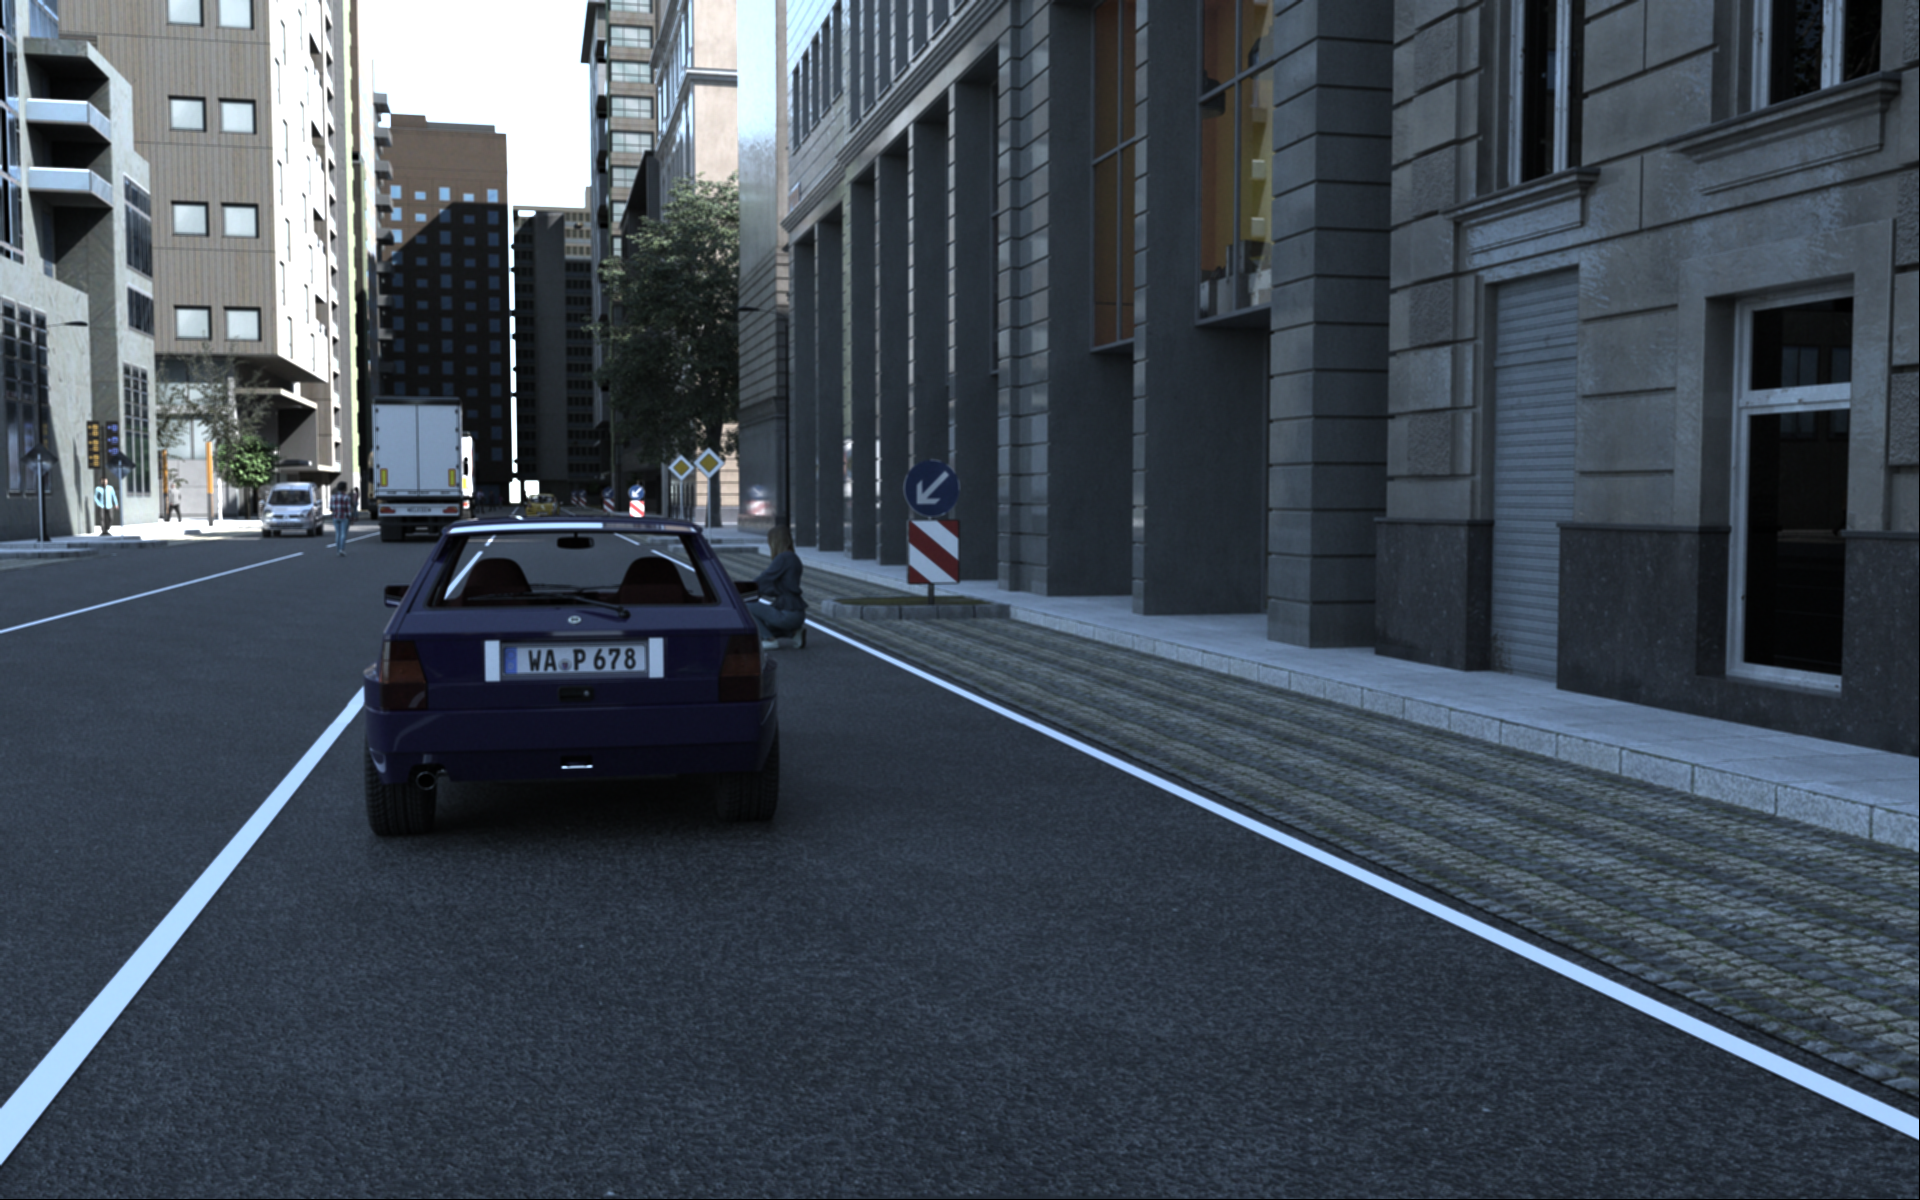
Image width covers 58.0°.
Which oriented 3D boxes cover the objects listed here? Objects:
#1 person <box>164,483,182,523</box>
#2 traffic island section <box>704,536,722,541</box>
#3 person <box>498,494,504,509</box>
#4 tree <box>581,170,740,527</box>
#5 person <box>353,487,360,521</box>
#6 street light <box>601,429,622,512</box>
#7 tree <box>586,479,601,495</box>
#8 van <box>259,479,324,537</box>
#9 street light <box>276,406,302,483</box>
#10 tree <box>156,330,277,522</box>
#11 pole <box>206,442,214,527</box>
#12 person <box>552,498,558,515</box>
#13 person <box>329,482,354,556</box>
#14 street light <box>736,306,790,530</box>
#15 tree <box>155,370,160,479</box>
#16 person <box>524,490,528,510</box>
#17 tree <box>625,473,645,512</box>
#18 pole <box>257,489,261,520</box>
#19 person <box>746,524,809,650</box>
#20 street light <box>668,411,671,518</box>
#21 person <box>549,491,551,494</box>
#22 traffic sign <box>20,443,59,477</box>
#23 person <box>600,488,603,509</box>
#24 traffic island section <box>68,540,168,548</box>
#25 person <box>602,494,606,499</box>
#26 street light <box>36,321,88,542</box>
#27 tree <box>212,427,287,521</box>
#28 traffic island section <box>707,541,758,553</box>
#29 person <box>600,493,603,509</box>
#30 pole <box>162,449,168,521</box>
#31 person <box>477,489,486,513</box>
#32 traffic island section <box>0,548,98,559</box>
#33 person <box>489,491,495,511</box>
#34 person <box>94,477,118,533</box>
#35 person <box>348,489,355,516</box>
[{"bbox_3d":[-35.352,-4.364,77.787,0.834,1.777,0.661,1,4,15],"label":"person"},{"bbox_3d":[-8.091,-1.737,50.678,2.009,0.180,2.903,-1,4,-14],"label":"traffic island section"},{"bbox_3d":[-43.679,-9.369,164.903,0.991,1.433,0.599,3,5,42],"label":"person"},{"bbox_3d":[-9.611,-9.771,66.408,9.857,13.997,8.962,0,3,0],"label":"tree"},{"bbox_3d":[-32.155,-5.118,92.181,0.388,1.821,0.555,-1,4,-15],"label":"person"},{"bbox_3d":[-24.911,-9.253,123.827,1.470,5.913,1.316,-1,4,-14],"label":"street light"},{"bbox_3d":[-42.049,-12.511,199.157,1.663,3.219,1.824,0,3,0],"label":"tree"},{"bbox_3d":[-22.663,-3.170,58.848,2.013,2.044,4.112,-1,4,-15],"label":"van"},{"bbox_3d":[-35.401,-7.266,91.342,1.470,5.913,1.316,-1,4,-14],"label":"street light"},{"bbox_3d":[-33.497,-7.853,78.764,4.360,8.622,3.978,0,3,0],"label":"tree"},{"bbox_3d":[-29.460,-4.537,68.017,0.158,3.312,0.155,0,3,0],"label":"pole"},{"bbox_3d":[-19.264,-4.239,82.487,0.332,1.250,0.352,-2,4,-29],"label":"person"},{"bbox_3d":[-14.357,-1.885,40.156,0.563,1.720,0.643,1,4,14],"label":"person"},{"bbox_3d":[-4.842,-4.317,43.131,1.470,5.913,1.316,-1,4,-14],"label":"street light"},{"bbox_3d":[-38.784,-8.113,83.012,4.360,8.622,3.978,0,3,0],"label":"tree"},{"bbox_3d":[-38.690,-8.906,154.633,0.721,1.766,1.217,-1,4,-18],"label":"person"},{"bbox_3d":[-23.714,-8.060,126.383,1.663,3.219,1.824,0,3,0],"label":"tree"},{"bbox_3d":[-34.848,-5.640,86.052,0.158,3.312,0.155,0,3,0],"label":"pole"},{"bbox_3d":[-1.804,-0.122,15.986,0.738,1.151,1.012,1,4,22],"label":"person"},{"bbox_3d":[-13.866,-6.532,79.334,1.470,5.913,1.316,-1,4,-14],"label":"street light"},{"bbox_3d":[-45.604,-11.267,192.717,0.705,1.823,1.348,-2,4,-29],"label":"person"},{"bbox_3d":[-20.836,-2.265,39.228,0.795,2.593,0.064,-1,4,-14],"label":"traffic sign"},{"bbox_3d":[-30.871,-8.753,149.255,0.705,1.812,1.348,-1,4,-18],"label":"person"},{"bbox_3d":[-22.786,-1.514,47.039,2.009,0.180,2.903,-1,4,-14],"label":"traffic island section"},{"bbox_3d":[-29.699,-8.439,144.964,0.436,1.711,0.756,-1,4,-12],"label":"person"},{"bbox_3d":[-24.152,-4.530,46.611,1.470,5.913,1.316,-1,4,-14],"label":"street light"},{"bbox_3d":[-36.318,-6.391,88.204,4.285,4.588,4.351,0,3,0],"label":"tree"},{"bbox_3d":[-6.161,-1.263,42.929,2.009,0.180,2.903,-1,4,-14],"label":"traffic island section"},{"bbox_3d":[-30.512,-8.603,148.179,0.593,1.643,0.415,0,4,0],"label":"person"},{"bbox_3d":[-36.360,-5.223,79.238,0.158,3.312,0.155,0,3,0],"label":"pole"},{"bbox_3d":[-35.396,-7.319,128.033,0.709,1.838,0.599,-3,5,-39],"label":"person"},{"bbox_3d":[-20.857,-1.040,39.289,2.009,0.180,2.903,-1,4,-14],"label":"traffic island section"},{"bbox_3d":[-39.298,-8.313,145.339,0.541,1.710,0.530,2,4,34],"label":"person"},{"bbox_3d":[-27.178,-2.998,55.086,0.660,1.820,0.620,-3,5,-44],"label":"person"},{"bbox_3d":[-38.861,-6.225,110.673,0.661,1.777,0.834,-2,4,-31],"label":"person"}]
